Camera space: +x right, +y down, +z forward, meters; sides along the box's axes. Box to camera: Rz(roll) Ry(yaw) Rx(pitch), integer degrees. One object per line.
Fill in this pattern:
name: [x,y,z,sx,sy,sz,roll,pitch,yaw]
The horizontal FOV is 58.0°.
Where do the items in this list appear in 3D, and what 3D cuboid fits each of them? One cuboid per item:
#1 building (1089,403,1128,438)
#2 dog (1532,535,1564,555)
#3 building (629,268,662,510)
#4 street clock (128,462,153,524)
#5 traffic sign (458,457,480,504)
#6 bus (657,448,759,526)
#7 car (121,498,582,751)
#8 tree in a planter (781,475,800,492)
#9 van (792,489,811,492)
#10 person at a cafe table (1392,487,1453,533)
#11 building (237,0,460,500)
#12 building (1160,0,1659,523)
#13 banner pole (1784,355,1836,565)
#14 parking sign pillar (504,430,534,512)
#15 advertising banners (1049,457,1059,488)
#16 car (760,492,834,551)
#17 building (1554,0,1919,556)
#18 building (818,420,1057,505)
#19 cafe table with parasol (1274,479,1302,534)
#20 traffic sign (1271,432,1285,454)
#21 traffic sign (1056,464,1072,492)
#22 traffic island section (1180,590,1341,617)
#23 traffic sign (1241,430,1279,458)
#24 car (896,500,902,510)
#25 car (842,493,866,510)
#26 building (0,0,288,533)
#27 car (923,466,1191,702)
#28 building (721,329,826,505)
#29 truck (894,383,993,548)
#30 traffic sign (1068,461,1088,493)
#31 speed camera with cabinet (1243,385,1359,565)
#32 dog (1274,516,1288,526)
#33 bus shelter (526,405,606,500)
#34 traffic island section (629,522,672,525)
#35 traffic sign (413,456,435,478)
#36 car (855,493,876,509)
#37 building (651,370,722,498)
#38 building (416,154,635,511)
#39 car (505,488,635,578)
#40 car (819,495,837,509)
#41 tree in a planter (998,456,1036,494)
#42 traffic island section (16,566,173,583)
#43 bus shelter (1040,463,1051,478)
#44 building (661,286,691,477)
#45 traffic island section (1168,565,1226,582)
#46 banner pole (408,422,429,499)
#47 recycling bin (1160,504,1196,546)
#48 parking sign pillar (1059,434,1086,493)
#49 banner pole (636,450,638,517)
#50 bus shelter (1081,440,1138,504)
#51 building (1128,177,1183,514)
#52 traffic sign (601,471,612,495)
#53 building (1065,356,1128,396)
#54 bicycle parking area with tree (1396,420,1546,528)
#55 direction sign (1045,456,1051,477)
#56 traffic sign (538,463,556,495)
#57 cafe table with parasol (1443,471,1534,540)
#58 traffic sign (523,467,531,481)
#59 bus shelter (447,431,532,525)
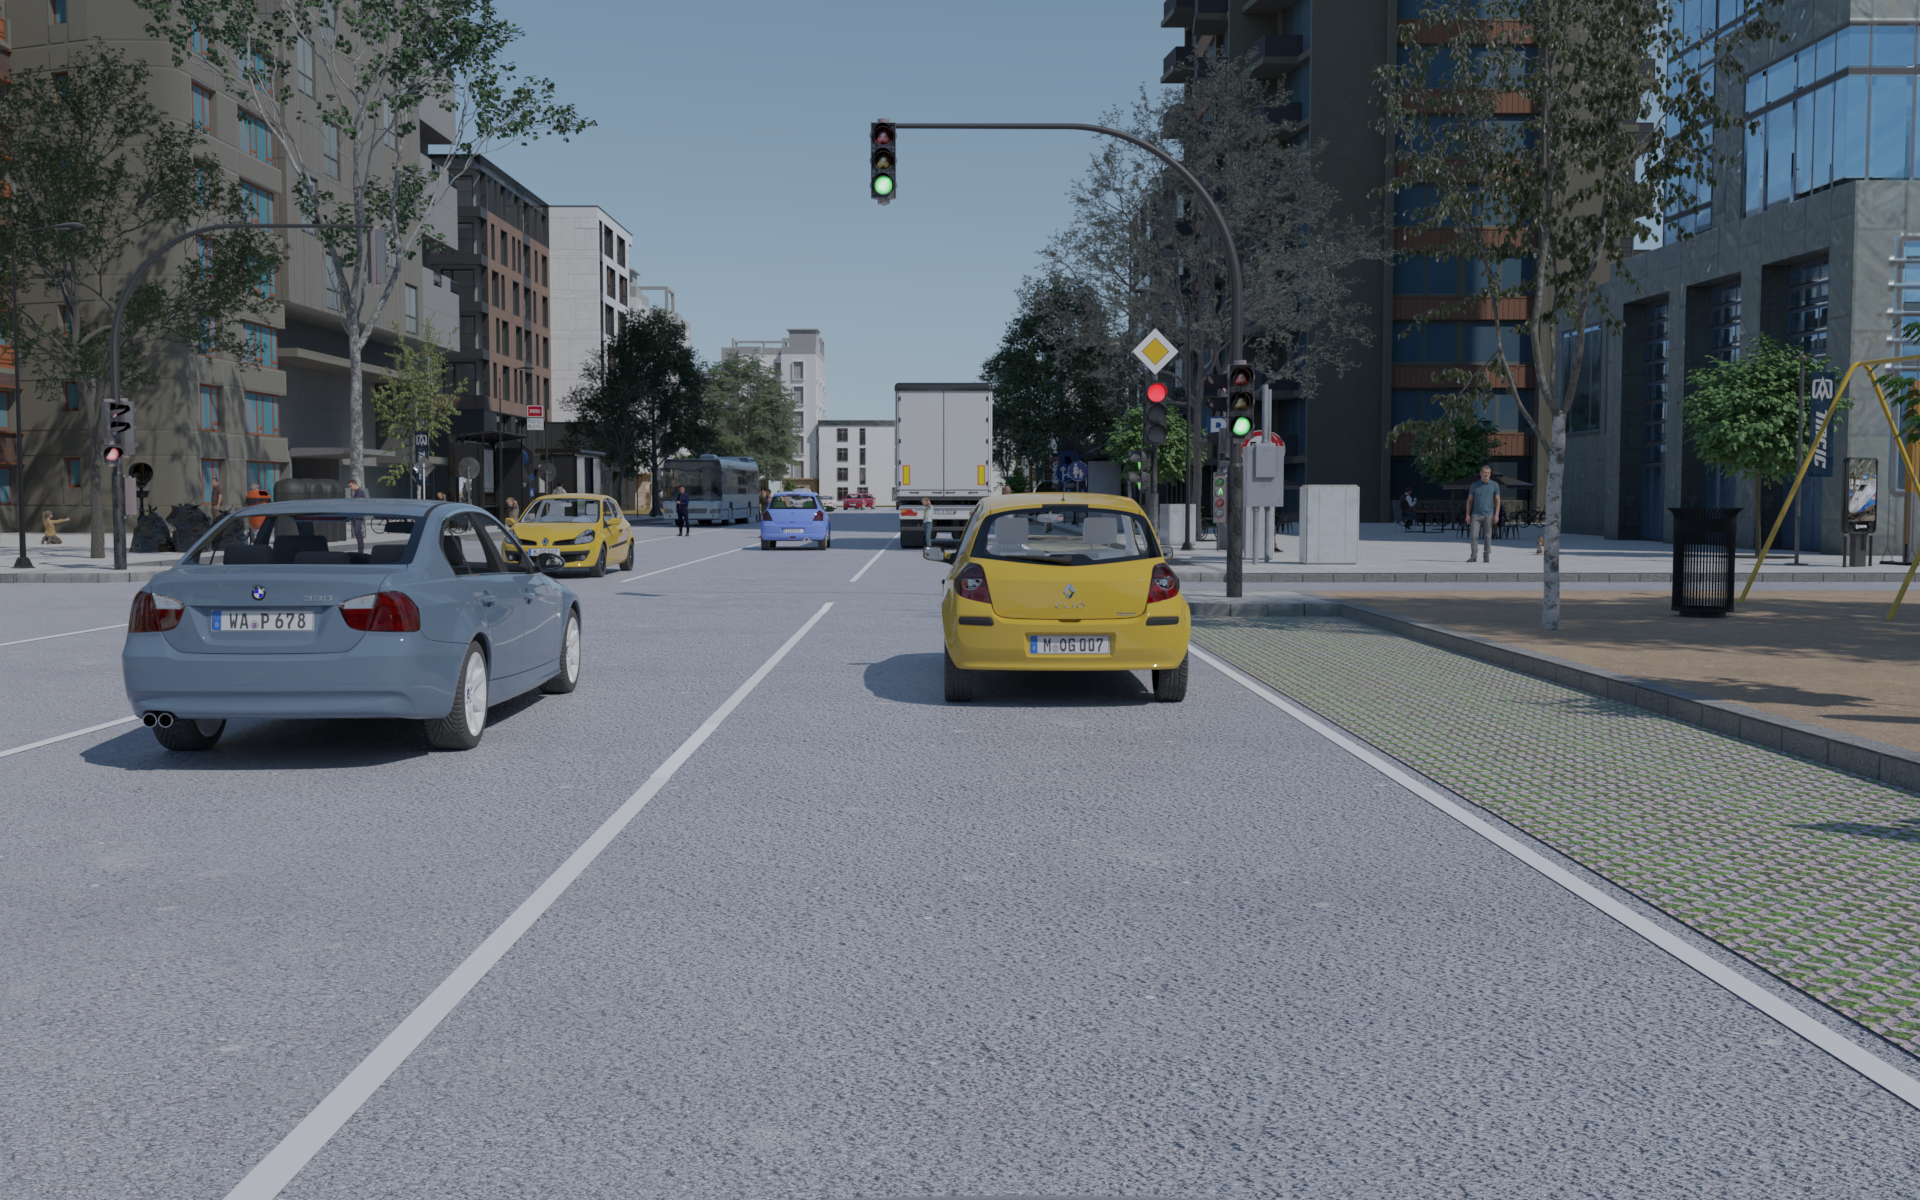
building: [16.244,-13.281,159.292,9.099,9.664,28.070,0,4,-1]
dog: [12.411,-1.148,36.507,0.748,0.427,0.550,0,4,6]
building: [-33.858,-17.538,143.173,16.016,20.091,11.380,0,4,-1]
street clock: [-18.769,-2.150,39.730,0.471,2.002,0.358,-3,5,-44]
traffic sign: [-16.870,-3.633,59.504,0.768,2.556,0.104,0,4,7]
bus: [-11.523,-5.249,80.681,2.948,3.499,13.247,0,4,1]
car: [-3.612,0.063,10.970,2.014,1.417,4.499,0,4,-1]
tree in a planter: [-15.540,-9.838,158.079,1.991,3.239,1.994,0,4,-1]
van: [-11.946,-7.523,130.016,2.013,2.044,4.112,0,4,-1]
person at a cafe table: [15.202,-3.006,57.665,1.622,1.524,1.698,-1,4,-21]
building: [-39.243,-29.894,78.006,28.713,52.752,27.495,0,4,-1]
building: [22.099,-26.591,89.390,22.147,44.769,28.867,0,4,-1]
banner pole: [15.346,-2.519,31.197,0.863,3.779,0.401,0,4,-3]
parking sign pillar: [-18.653,-5.175,73.078,1.447,3.967,1.447,1,4,15]
advertising banners: [5.166,-5.163,80.595,2.074,3.025,0.090,1,4,12]
car: [-4.271,-2.184,45.295,1.945,1.707,3.694,0,4,-2]
building: [33.722,-44.770,44.658,31.000,86.520,22.319,0,4,-1]
building: [-2.132,-15.835,201.051,28.070,9.664,9.099,0,4,-1]
cafe table with parasol: [9.913,-3.131,56.063,2.610,1.966,2.610,0,4,2]
traffic sign: [6.208,-2.148,35.223,0.768,2.556,0.104,0,4,6]
traffic sign: [4.465,-4.514,73.913,0.768,2.556,0.104,1,4,9]
traffic island section: [3.425,0.044,21.567,2.009,0.180,2.903,0,4,-1]
traffic sign: [6.003,-2.117,34.718,0.768,2.556,0.104,0,4,4]
car: [-4.901,-8.936,155.881,2.009,1.686,4.222,0,4,-1]
car: [-9.527,-8.983,155.913,2.155,1.783,4.494,0,4,0]
building: [-39.083,-12.565,50.471,27.650,21.520,28.899,0,4,-1]
car: [0.712,-0.192,13.370,2.015,1.641,3.980,0,4,0]
building: [-21.906,-21.292,204.538,11.380,20.091,16.016,0,4,-1]
truck: [-0.440,-3.685,49.171,2.839,4.237,11.283,0,4,0]
traffic sign: [4.549,-4.075,66.733,0.768,2.556,0.104,0,4,7]
speed camera with cabinet: [6.208,-2.278,31.578,2.038,3.252,0.660,0,4,1]
dog: [11.188,-2.698,60.950,0.540,0.507,0.406,-2,4,-30]
bus shelter: [-18.426,-6.301,80.653,2.179,5.291,8.768,0,4,-1]
traffic island section: [-14.563,-3.568,81.199,1.991,0.108,1.994,0,4,-1]
traffic sign: [-18.412,-3.655,59.499,0.795,2.593,0.064,0,4,7]
car: [-9.061,-9.539,165.008,2.155,1.783,4.494,0,4,1]
building: [-43.342,-20.687,204.697,31.486,18.905,16.747,0,4,-1]
building: [-39.490,-16.913,120.510,27.936,21.610,32.646,0,4,-1]
car: [-6.963,-1.266,30.924,2.015,1.641,3.980,0,3,0]
car: [-12.524,-9.118,161.446,2.083,1.381,4.827,0,4,0]
tree in a planter: [2.669,-5.128,81.061,1.991,3.239,1.994,0,4,-1]
traffic island section: [-14.236,-0.432,29.336,2.009,0.180,2.903,0,4,-1]
bus shelter: [5.665,-6.545,100.934,2.014,3.302,5.546,0,4,-1]
building: [-31.815,-18.825,164.200,11.380,20.091,16.016,0,4,-1]
traffic island section: [3.324,-0.445,29.552,2.009,0.180,2.903,0,4,-1]
banner pole: [-18.968,-4.316,60.578,0.863,3.779,0.401,0,4,-1]
recycling bin: [5.446,-1.883,43.339,0.722,1.027,0.722,-1,4,-12]
parking sign pillar: [5.047,-5.466,77.840,1.447,3.967,1.447,-3,5,-44]
banner pole: [-17.948,-6.498,96.264,0.401,3.779,0.863,-1,4,-9]
bus shelter: [5.948,-4.524,67.888,2.014,3.302,5.546,0,4,-1]
building: [26.108,-17.395,128.386,27.936,21.610,32.646,0,4,-1]
traffic sign: [-19.502,-5.811,95.120,0.768,2.556,0.104,0,4,4]
building: [27.609,-20.642,203.949,31.486,18.905,16.747,0,4,-1]
bicycle parking area with tree: [21.928,-5.060,69.729,8.231,4.147,9.016,-3,5,-40]
direction sign: [5.157,-6.463,97.666,0.876,3.537,0.379,2,4,33]
traffic sign: [-16.810,-4.305,70.488,0.768,2.556,0.104,0,4,6]
cafe table with parasol: [15.017,-2.713,49.227,2.610,1.966,2.610,0,4,7]
traffic sign: [-18.109,-4.367,71.408,0.884,2.594,0.081,0,4,3]
bus shelter: [-18.158,-4.639,67.129,1.731,3.624,6.357,0,4,-1]
